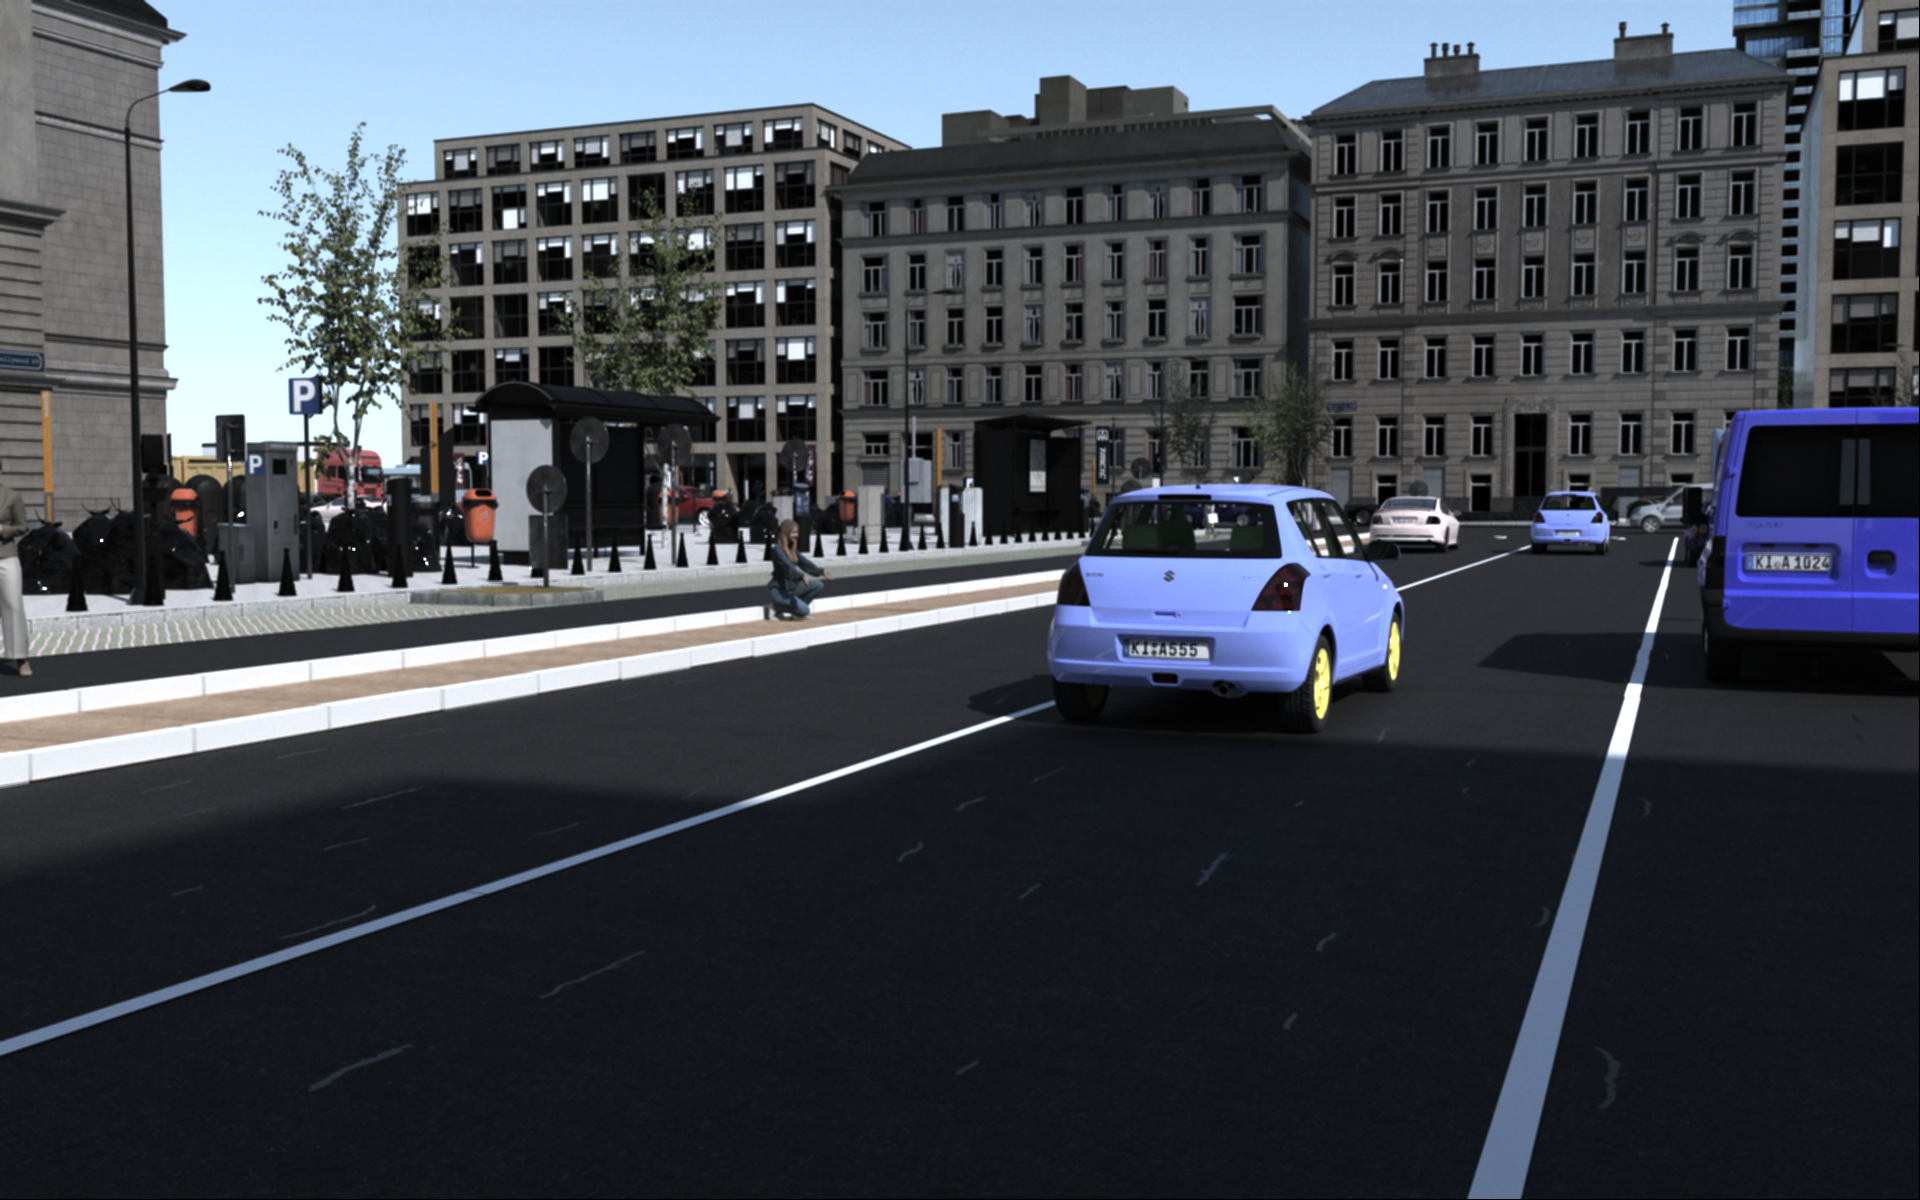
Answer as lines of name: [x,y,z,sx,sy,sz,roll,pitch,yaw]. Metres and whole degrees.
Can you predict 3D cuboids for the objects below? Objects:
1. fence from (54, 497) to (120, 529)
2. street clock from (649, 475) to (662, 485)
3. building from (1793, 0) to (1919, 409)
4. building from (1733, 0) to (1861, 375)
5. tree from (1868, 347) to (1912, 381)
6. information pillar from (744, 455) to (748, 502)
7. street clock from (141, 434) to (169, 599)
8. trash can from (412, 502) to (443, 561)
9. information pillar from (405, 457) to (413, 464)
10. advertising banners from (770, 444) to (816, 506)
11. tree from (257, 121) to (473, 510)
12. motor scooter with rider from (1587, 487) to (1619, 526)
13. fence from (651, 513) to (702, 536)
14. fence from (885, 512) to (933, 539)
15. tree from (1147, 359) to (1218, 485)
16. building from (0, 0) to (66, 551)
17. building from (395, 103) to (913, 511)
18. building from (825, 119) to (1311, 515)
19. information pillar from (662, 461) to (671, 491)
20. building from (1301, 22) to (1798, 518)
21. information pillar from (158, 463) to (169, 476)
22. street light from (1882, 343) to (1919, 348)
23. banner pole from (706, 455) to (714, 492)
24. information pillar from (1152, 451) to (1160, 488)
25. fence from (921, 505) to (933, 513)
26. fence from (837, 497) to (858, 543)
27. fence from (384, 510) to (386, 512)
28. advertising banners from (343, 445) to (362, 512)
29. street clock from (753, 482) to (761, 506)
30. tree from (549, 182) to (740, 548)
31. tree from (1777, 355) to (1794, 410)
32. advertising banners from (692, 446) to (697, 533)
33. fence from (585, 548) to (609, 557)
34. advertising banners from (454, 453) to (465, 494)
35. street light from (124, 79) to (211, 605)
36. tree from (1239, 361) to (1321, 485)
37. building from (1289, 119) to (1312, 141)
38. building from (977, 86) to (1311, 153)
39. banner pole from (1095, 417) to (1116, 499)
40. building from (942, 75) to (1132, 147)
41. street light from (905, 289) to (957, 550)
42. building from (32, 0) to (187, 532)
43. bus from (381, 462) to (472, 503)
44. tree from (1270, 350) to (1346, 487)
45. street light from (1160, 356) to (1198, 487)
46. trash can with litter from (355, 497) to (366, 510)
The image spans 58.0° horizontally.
fence: [-23.239,-2.097,45.497,2.264,1.192,0.480,-2,4,-28]
street clock: [-11.511,-3.732,65.581,0.471,2.002,0.358,3,4,37]
building: [62.825,-17.460,89.979,34.151,26.468,19.350,1,4,23]
building: [119.103,-56.703,239.769,31.000,86.520,22.319,1,4,23]
tree: [46.231,-8.173,83.984,4.360,8.622,3.978,0,3,0]
information pillar: [-12.714,-6.825,102.948,0.183,3.616,0.504,-2,4,-25]
street clock: [-9.807,-1.010,21.076,0.358,2.002,0.471,-2,4,-29]
trash can: [-9.839,-1.226,31.700,0.748,1.137,0.748,0,3,0]
information pillar: [-34.693,-7.203,109.124,0.504,3.616,0.183,0,4,-1]
advertising banners: [-5.930,-3.998,61.549,2.074,3.025,0.090,2,4,33]
tree: [-12.310,-5.191,35.240,4.737,8.622,4.395,0,3,0]
motor scooter with rider: [28.441,-4.192,77.497,1.986,1.779,0.876,2,4,24]
fence: [-8.893,-2.364,54.031,2.069,0.683,0.278,2,4,35]
fence: [-1.582,-2.137,50.315,0.278,0.683,2.069,-3,4,-38]
tree: [12.131,-8.736,93.191,4.360,8.622,3.978,0,3,0]
building: [-31.033,-12.501,23.473,14.460,24.649,34.723,1,4,23]
building: [-20.505,-19.634,125.526,34.151,26.468,19.350,1,4,23]
building: [8.426,-17.015,111.483,30.059,22.955,16.112,1,4,23]
information pillar: [-10.710,-4.422,63.646,0.183,3.616,0.504,3,5,41]
building: [33.051,-18.414,98.335,25.104,27.353,12.463,1,4,23]
information pillar: [-18.968,-2.242,41.148,0.304,2.012,0.304,-3,4,-38]
street light: [29.087,-4.940,53.313,1.470,5.913,1.316,1,4,23]
banner pole: [-15.932,-7.365,110.435,0.401,3.779,0.863,2,4,33]
information pillar: [10.330,-6.077,90.718,0.504,3.616,0.183,0,4,-4]
fence: [-1.530,-4.843,94.558,2.069,0.683,0.278,-2,4,-31]
fence: [-2.915,-2.176,46.782,0.480,1.192,2.264,-1,4,-14]
fence: [-38.239,-6.229,117.217,2.069,0.683,0.278,1,4,22]
advertising banners: [-21.521,-3.994,61.485,0.090,3.025,2.074,0,4,-2]
street clock: [-12.546,-6.267,107.036,0.471,2.002,0.358,3,5,40]
tree: [-7.152,-5.531,40.802,4.737,8.622,4.395,0,3,0]
tree: [68.075,-13.837,143.240,9.611,12.733,9.660,0,3,0]
advertising banners: [-8.791,-3.734,57.237,0.090,3.025,2.074,0,4,-7]
fence: [-8.287,-1.240,35.643,2.069,0.683,0.278,0,4,-2]
advertising banners: [-20.874,-4.785,74.426,0.090,3.025,2.074,3,4,36]
street light: [-9.033,-2.888,19.756,1.470,5.913,1.316,1,4,23]
tree: [17.676,-8.882,95.591,4.737,8.622,4.395,0,3,0]
building: [51.931,-44.404,268.007,28.212,58.520,21.231,1,4,23]
building: [20.746,-29.205,169.385,32.217,40.220,23.993,1,4,23]
banner pole: [4.767,-4.044,56.129,0.863,3.779,0.401,-1,4,-19]
building: [11.606,-35.640,206.410,21.600,48.544,21.300,1,4,23]
street light: [-0.724,-4.097,39.531,1.470,5.913,1.316,1,4,23]
building: [-31.213,-12.667,58.012,40.483,20.767,10.553,1,4,23]
bus: [-35.360,-6.629,103.240,13.247,3.499,2.948,1,4,21]
tree: [17.827,-8.520,89.663,4.360,8.622,3.978,0,3,0]
street light: [7.340,-5.264,58.600,1.470,5.913,1.316,1,4,23]
trash can with litter: [-14.040,-1.808,40.618,1.678,1.210,2.233,-2,4,-31]
